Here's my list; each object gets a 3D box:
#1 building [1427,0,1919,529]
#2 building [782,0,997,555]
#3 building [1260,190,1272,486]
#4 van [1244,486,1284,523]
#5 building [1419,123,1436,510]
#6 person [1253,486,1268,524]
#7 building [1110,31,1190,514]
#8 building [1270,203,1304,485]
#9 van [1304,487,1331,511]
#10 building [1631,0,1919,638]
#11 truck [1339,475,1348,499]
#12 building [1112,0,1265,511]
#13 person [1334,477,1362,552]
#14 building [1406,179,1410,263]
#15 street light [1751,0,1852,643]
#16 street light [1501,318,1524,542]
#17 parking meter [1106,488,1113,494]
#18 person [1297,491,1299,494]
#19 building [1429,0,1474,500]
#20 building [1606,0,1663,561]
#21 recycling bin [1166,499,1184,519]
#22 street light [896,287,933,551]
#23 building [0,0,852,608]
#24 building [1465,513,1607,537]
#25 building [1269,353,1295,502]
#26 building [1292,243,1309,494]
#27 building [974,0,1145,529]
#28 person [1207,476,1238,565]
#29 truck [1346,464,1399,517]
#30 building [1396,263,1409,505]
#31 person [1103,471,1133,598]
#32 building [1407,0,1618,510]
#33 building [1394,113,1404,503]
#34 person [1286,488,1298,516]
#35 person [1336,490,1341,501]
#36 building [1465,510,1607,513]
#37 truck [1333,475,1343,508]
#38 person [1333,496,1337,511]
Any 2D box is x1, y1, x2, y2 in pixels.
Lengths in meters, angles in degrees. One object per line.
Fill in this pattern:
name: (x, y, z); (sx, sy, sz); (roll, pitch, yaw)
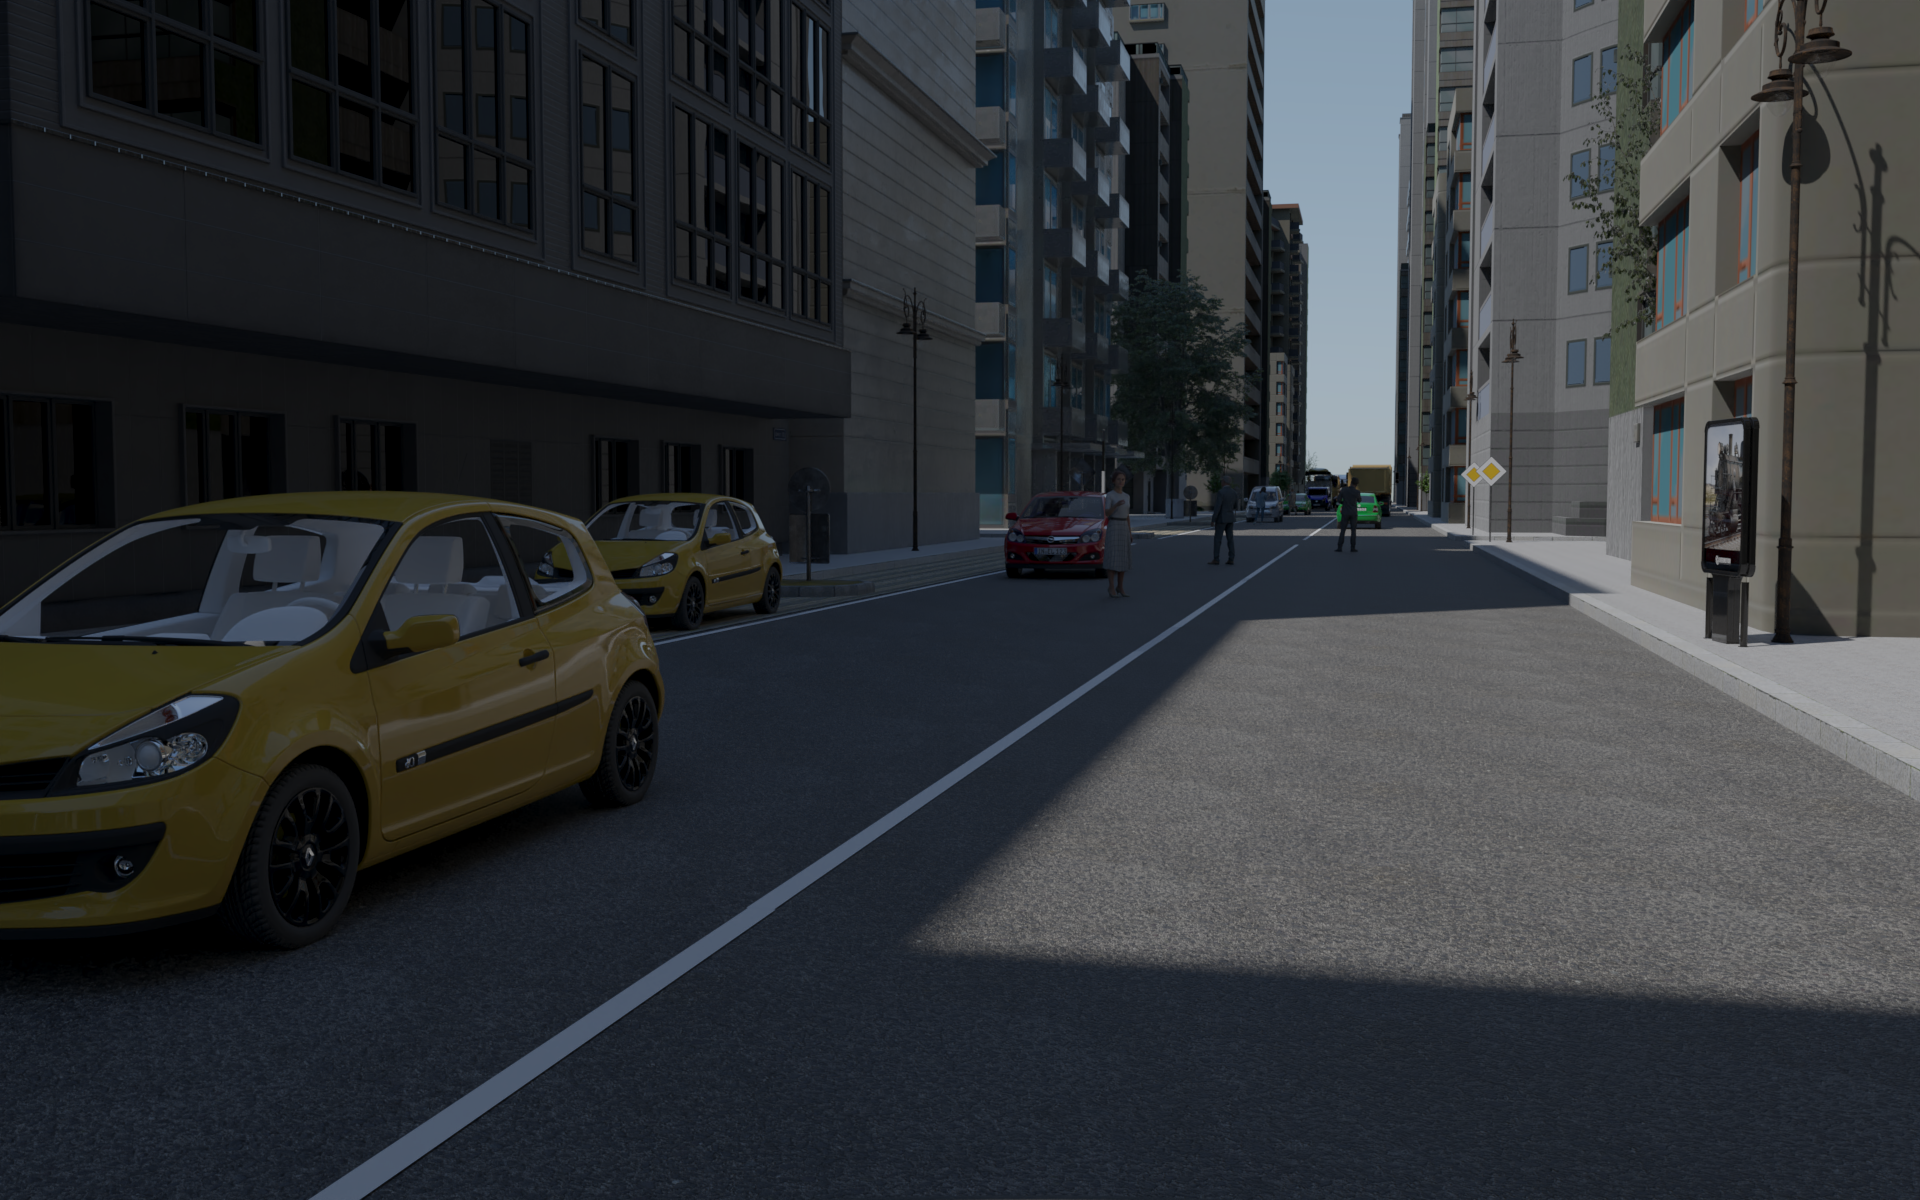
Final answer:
building: (37.878, -14.675, 84.972); (27.650, 21.520, 28.899); (1, 4, 13)
building: (-11.699, -15.744, 44.802); (23.554, 28.519, 14.401); (1, 4, 13)
building: (21.083, -23.710, 159.360); (14.160, 30.474, 14.107); (1, 4, 13)
van: (15.601, -4.990, 88.598); (2.013, 2.044, 4.112); (1, 4, 14)
building: (43.543, -22.300, 136.313); (14.160, 30.474, 14.107); (1, 4, 13)
person: (14.182, -4.468, 81.822); (0.793, 1.790, 0.793); (-1, 4, -8)
building: (7.120, -20.867, 112.873); (14.160, 30.474, 14.107); (1, 4, 13)
building: (39.003, -36.766, 255.742); (22.147, 44.769, 28.867); (1, 4, 13)
van: (30.675, -8.800, 148.270); (2.240, 2.365, 5.245); (1, 4, 15)
building: (19.574, -9.878, 6.551); (27.650, 21.520, 28.899); (1, 4, 13)
truck: (53.614, -15.573, 244.374); (2.967, 4.110, 18.799); (1, 4, 12)
building: (13.450, -31.719, 142.301); (21.300, 48.544, 21.600); (1, 4, 13)
person: (9.656, -2.127, 43.077); (0.655, 1.846, 0.447); (1, 4, 12)
building: (72.268, -37.704, 236.067); (23.786, 49.044, 30.456); (1, 4, 13)
street light: (7.110, -2.569, 14.795); (0.468, 5.910, 1.993); (1, 4, 13)
street light: (14.572, -4.465, 45.783); (0.468, 5.910, 1.993); (1, 4, 13)
parking meter: (5.892, -3.625, 67.687); (0.372, 1.533, 0.369); (0, 3, 0)
person: (37.632, -11.283, 192.991); (0.705, 1.823, 1.348); (1, 4, 18)
building: (39.530, -26.572, 118.045); (14.154, 41.232, 14.086); (1, 4, 13)
building: (21.006, -16.178, 36.204); (14.160, 30.474, 14.107); (1, 4, 13)
recycling bin: (11.290, -4.796, 90.966); (0.722, 1.027, 0.722); (3, 5, 44)
street light: (-1.009, -4.043, 38.895); (0.468, 5.910, 1.993); (1, 4, 13)
building: (-11.609, -14.144, 24.768); (14.314, 27.812, 24.014); (1, 4, 13)
building: (32.244, -31.496, 56.962); (28.212, 58.520, 21.231); (1, 4, 13)
building: (29.470, -23.489, 229.080); (27.650, 21.520, 28.899); (1, 4, 13)
building: (48.001, -36.244, 276.184); (14.154, 41.232, 14.086); (1, 4, 13)
building: (-4.574, -27.980, 77.088); (23.786, 49.044, 30.456); (1, 4, 13)
person: (5.337, -1.627, 35.280); (0.661, 1.801, 0.590); (-3, 4, -36)
truck: (26.627, -7.113, 112.218); (3.469, 3.379, 9.791); (1, 4, 15)
building: (61.687, -27.137, 215.386); (14.160, 30.474, 14.107); (1, 4, 13)
person: (2.237, -0.914, 24.022); (0.480, 1.755, 0.524); (-3, 4, -37)
building: (58.368, -39.226, 183.338); (21.231, 58.520, 28.212); (1, 4, 13)
building: (77.699, -44.243, 265.368); (21.231, 58.520, 28.212); (1, 4, 13)
person: (22.141, -6.539, 115.514); (0.694, 1.812, 0.767); (-3, 4, -38)
person: (28.869, -7.458, 131.148); (0.721, 1.735, 1.217); (-2, 4, -24)
building: (52.264, -37.498, 155.098); (21.231, 58.520, 28.212); (1, 4, 13)
truck: (37.957, -11.214, 179.265); (3.469, 3.379, 9.791); (1, 4, 13)
person: (31.218, -8.050, 143.299); (0.628, 1.438, 0.799); (1, 4, 17)
